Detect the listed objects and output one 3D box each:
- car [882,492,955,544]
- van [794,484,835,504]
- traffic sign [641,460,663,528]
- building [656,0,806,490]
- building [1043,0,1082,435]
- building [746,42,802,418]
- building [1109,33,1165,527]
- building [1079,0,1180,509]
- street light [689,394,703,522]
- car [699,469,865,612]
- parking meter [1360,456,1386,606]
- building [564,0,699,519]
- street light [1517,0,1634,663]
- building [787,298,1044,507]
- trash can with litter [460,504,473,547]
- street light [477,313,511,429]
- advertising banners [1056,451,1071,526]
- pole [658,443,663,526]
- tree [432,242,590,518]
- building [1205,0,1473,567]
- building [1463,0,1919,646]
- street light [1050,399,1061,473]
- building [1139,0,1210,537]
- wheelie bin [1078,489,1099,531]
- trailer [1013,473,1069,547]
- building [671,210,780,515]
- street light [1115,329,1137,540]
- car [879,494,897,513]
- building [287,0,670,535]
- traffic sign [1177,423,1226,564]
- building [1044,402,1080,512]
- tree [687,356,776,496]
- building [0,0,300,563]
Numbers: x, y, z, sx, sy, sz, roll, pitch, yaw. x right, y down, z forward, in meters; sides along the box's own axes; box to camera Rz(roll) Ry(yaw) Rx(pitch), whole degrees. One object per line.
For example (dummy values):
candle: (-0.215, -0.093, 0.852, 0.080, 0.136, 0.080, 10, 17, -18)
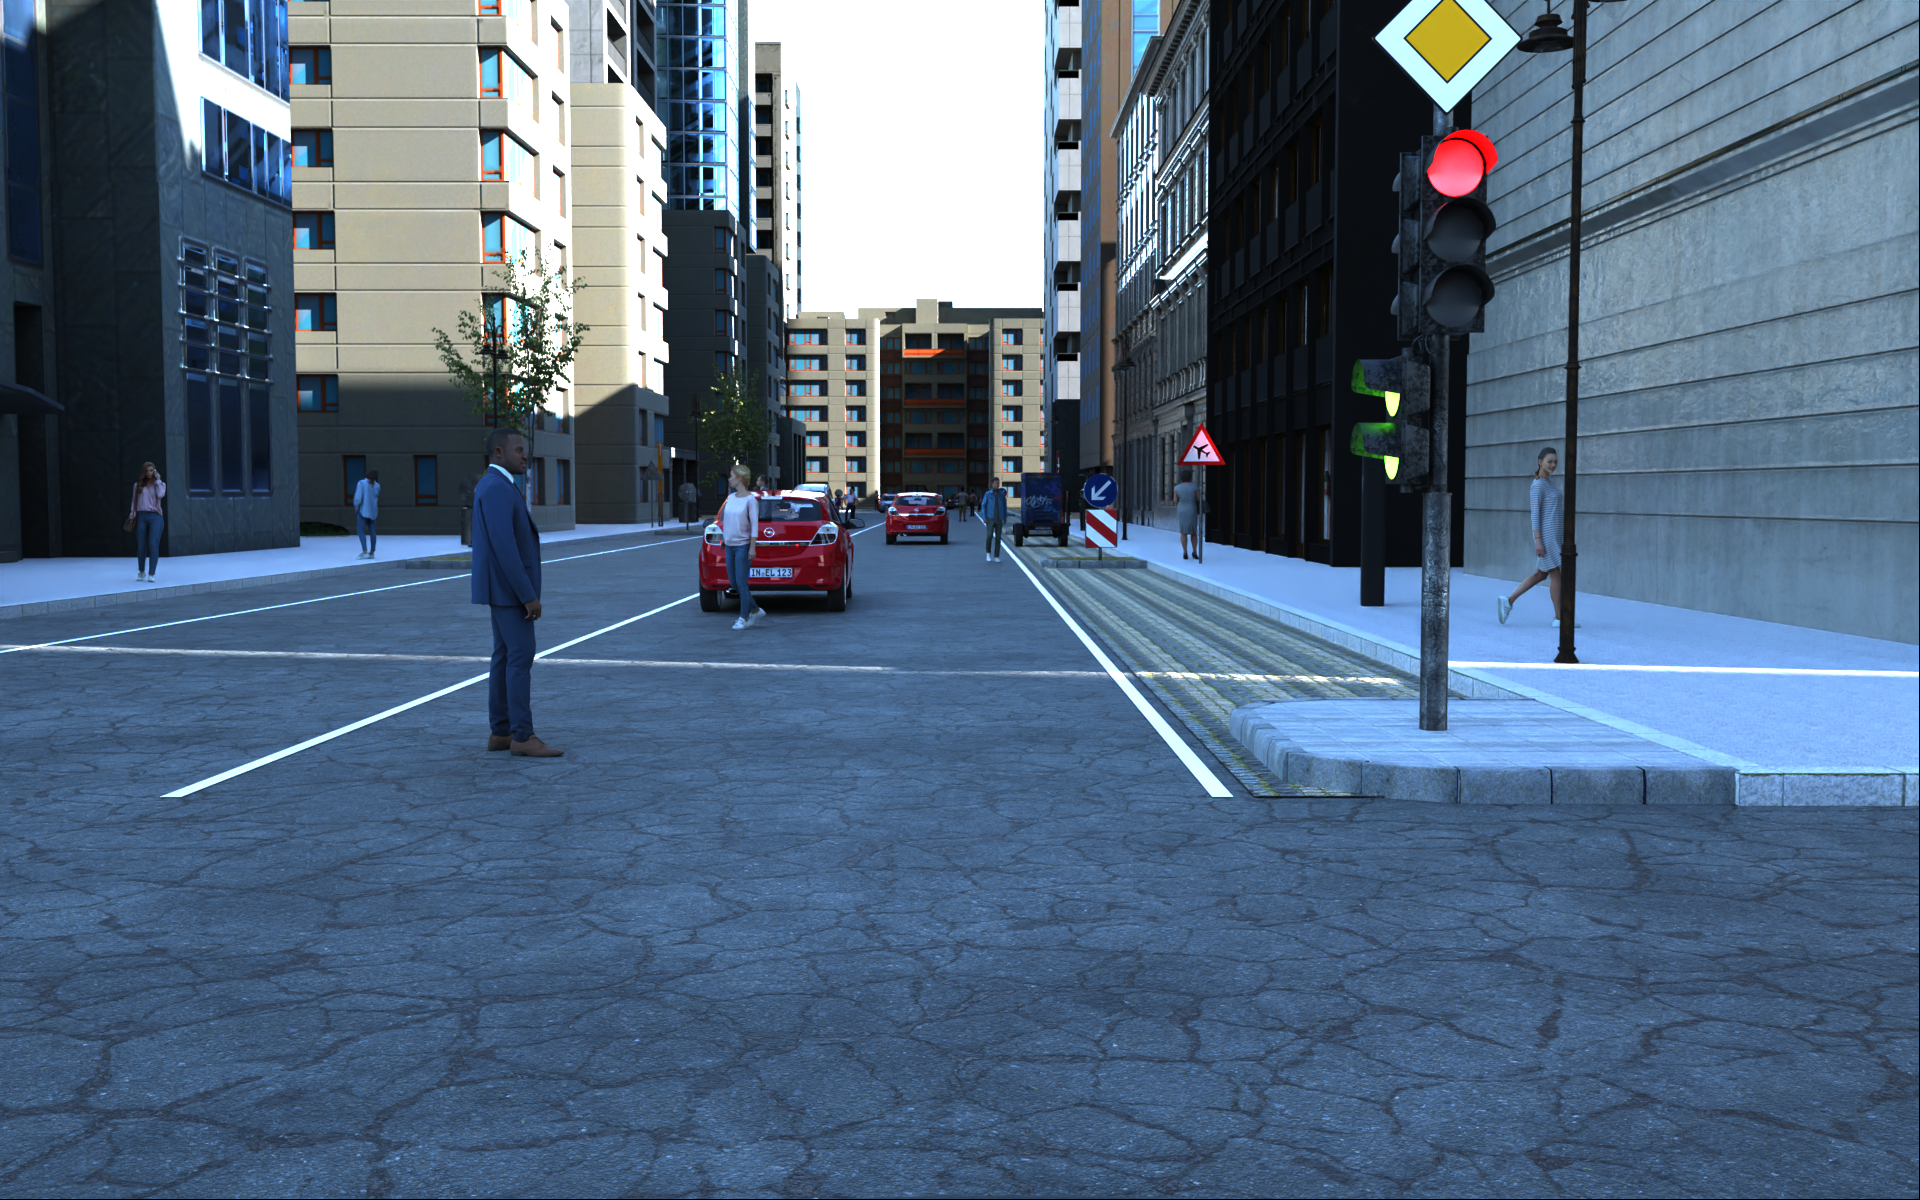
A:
car: (-1.233, -2.548, 50.708, 2.155, 1.783, 4.494, 0, 4, 0)
van: (-5.882, -3.758, 68.453, 2.013, 2.044, 4.112, 0, 4, 0)
traffic sign: (-11.785, -4.053, 66.277, 0.884, 2.594, 0.081, 0, 4, 1)
building: (-29.674, -50.974, 146.103, 31.000, 86.520, 22.319, 0, 3, 0)
building: (20.977, -33.939, 144.144, 28.713, 52.752, 27.495, 0, 3, 0)
building: (-27.829, -34.000, 179.595, 21.600, 48.544, 21.300, 0, 3, 0)
building: (12.075, -13.801, 74.802, 9.793, 20.994, 18.267, 0, 3, 0)
building: (13.858, -27.043, 92.267, 14.600, 45.320, 14.200, 0, 3, 0)
street light: (-12.029, -6.502, 79.089, 0.468, 5.910, 1.993, 0, 3, 0)
car: (-2.328, -0.830, 22.605, 2.155, 1.783, 4.494, 0, 4, -2)
parking meter: (4.753, -0.869, 19.916, 0.255, 1.863, 0.399, 1, 4, 11)
building: (-25.325, -40.094, 93.782, 20.563, 71.187, 20.611, 0, 3, 0)
street light: (4.623, -2.461, 13.025, 0.468, 5.910, 1.993, 0, 3, 0)
building: (-2.581, -20.755, 184.384, 28.899, 21.520, 27.650, 0, 3, 0)
trash can with litter: (-11.706, -1.870, 41.958, 0.624, 1.170, 1.055, 0, 4, -5)
street light: (-11.913, -4.382, 44.439, 0.468, 5.910, 1.993, 0, 3, 0)
advertising banners: (4.147, -4.487, 69.544, 0.090, 3.025, 2.074, -1, 4, -12)
pole: (-11.883, -4.577, 68.671, 0.158, 3.312, 0.155, 0, 3, 0)
tree: (-12.770, -6.109, 50.247, 4.737, 8.622, 4.395, 0, 3, 0)
building: (12.681, -12.714, 37.559, 12.332, 23.373, 15.834, 0, 3, 0)
building: (29.548, -14.846, 19.142, 44.131, 29.872, 17.030, 0, 3, 0)
street light: (4.625, -6.805, 84.055, 0.468, 5.910, 1.993, 0, 3, 0)
building: (11.962, -11.665, 55.351, 10.561, 19.102, 19.286, 0, 3, 0)
wheelie bin: (4.506, -3.207, 60.340, 0.693, 1.594, 0.980, -1, 4, -15)
trailer: (2.198, -2.506, 48.021, 1.471, 1.999, 3.904, 0, 4, -1)
building: (-27.854, -16.818, 120.006, 27.650, 21.520, 28.899, 0, 3, 0)
street light: (4.627, -4.630, 48.489, 0.468, 5.910, 1.993, 0, 3, 0)
car: (-5.199, -7.403, 133.048, 2.014, 1.417, 4.499, 0, 4, 0)
building: (-27.684, -13.617, 67.678, 27.650, 21.520, 28.899, 0, 3, 0)
traffic sign: (4.436, -1.949, 31.878, 0.884, 2.594, 0.081, 0, 4, 7)
building: (17.572, -49.006, 113.919, 22.319, 86.520, 31.000, 0, 3, 0)
tree: (-12.431, -8.700, 92.610, 4.737, 8.622, 4.395, 0, 3, 0)
building: (-25.184, -43.504, 23.965, 22.319, 86.520, 31.000, 0, 3, 0)
